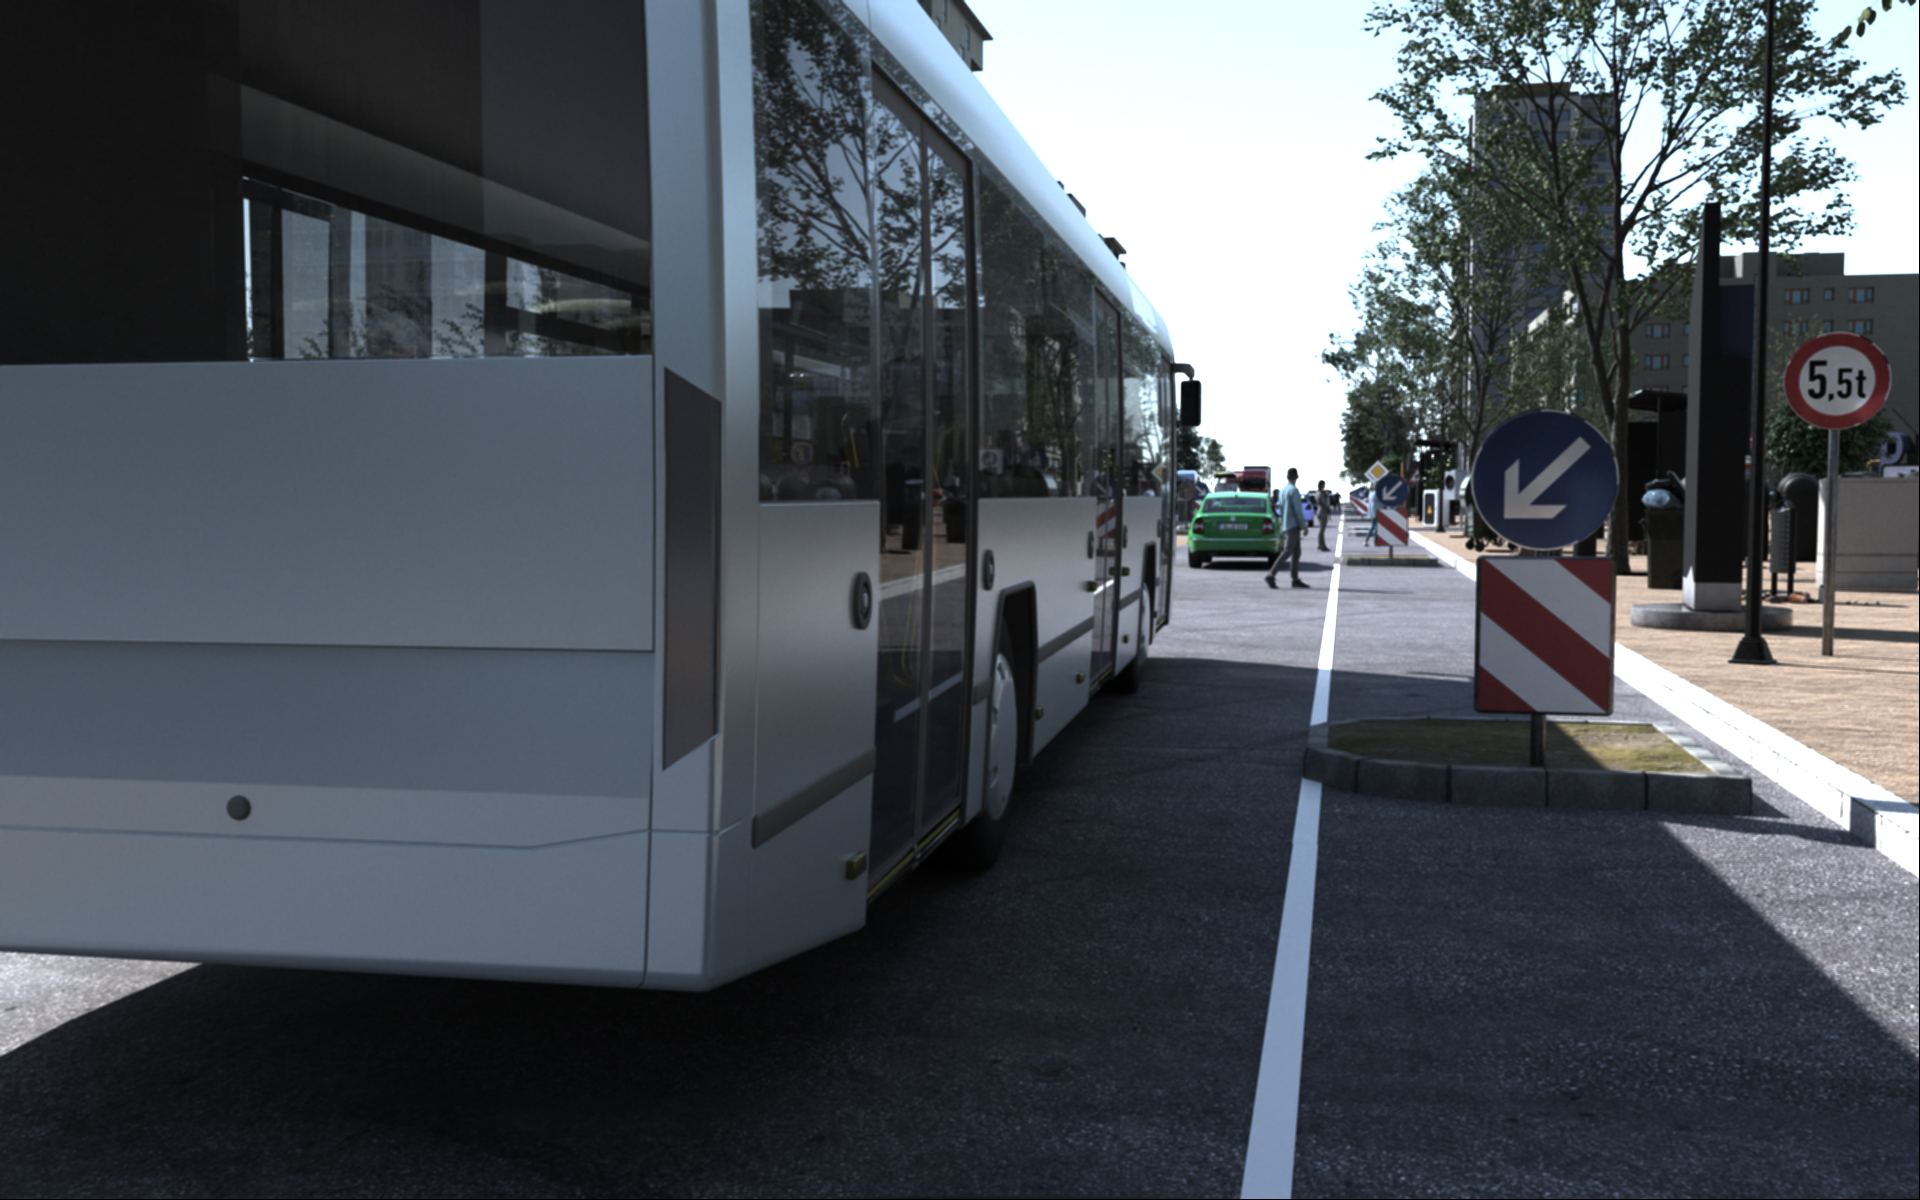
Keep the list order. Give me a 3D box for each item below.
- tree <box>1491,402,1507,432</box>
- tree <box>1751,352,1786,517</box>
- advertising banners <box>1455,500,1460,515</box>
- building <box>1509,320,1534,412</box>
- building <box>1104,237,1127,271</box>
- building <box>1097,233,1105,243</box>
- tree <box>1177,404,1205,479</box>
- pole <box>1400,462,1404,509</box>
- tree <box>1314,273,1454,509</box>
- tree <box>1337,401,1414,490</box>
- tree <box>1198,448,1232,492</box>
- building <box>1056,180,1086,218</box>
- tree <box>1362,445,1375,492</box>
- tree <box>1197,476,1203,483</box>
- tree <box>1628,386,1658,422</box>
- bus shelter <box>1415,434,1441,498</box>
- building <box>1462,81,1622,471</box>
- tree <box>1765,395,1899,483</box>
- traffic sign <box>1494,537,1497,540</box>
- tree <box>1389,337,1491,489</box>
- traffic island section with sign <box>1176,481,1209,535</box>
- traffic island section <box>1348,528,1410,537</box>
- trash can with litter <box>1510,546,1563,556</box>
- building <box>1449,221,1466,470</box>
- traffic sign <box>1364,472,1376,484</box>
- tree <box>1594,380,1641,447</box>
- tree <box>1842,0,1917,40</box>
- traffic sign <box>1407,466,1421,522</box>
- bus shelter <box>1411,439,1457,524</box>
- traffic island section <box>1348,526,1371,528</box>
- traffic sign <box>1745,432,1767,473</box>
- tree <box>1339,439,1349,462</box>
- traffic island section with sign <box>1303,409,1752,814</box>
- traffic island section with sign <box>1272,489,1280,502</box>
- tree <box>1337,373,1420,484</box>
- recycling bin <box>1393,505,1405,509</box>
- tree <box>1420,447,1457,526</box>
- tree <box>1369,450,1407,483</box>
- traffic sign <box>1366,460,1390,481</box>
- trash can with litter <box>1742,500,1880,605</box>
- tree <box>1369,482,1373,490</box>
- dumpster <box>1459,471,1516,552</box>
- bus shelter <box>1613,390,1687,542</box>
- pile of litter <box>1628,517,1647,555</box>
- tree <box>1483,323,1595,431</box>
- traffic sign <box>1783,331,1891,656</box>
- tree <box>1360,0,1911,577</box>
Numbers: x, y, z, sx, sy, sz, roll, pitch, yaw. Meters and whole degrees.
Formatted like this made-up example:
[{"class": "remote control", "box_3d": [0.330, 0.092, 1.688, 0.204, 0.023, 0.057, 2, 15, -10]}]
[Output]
[{"class": "tree", "box_3d": [35.216, -10.287, 118.553, 4.360, 8.622, 3.978, 0, 3, 0]}, {"class": "tree", "box_3d": [37.892, -8.168, 83.908, 4.360, 8.622, 3.978, 0, 3, 0]}, {"class": "advertising banners", "box_3d": [29.574, -6.640, 104.755, 0.090, 3.025, 2.074, -2, 4, -25]}, {"class": "building", "box_3d": [72.900, -20.514, 180.438, 27.650, 21.520, 28.899, 1, 4, 12]}, {"class": "building", "box_3d": [15.686, -38.710, 287.534, 22.147, 44.769, 28.867, 1, 4, 12]}, {"class": "building", "box_3d": [14.188, -35.592, 265.523, 14.154, 41.232, 14.086, 1, 4, 12]}, {"class": "tree", "box_3d": [29.407, -20.449, 240.994, 9.857, 13.997, 8.962, 0, 3, 0]}, {"class": "pole", "box_3d": [28.528, -7.206, 111.667, 0.158, 3.312, 0.155, 0, 3, 0]}, {"class": "tree", "box_3d": [35.711, -18.039, 150.833, 12.611, 20.169, 13.585, 0, 3, 0]}, {"class": "tree", "box_3d": [49.451, -17.618, 205.055, 9.611, 12.733, 9.660, 0, 3, 0]}, {"class": "tree", "box_3d": [43.724, -22.420, 300.979, 7.601, 10.594, 8.767, 0, 4, 2]}, {"class": "building", "box_3d": [10.401, -36.799, 251.777, 14.600, 45.320, 14.200, 1, 4, 12]}, {"class": "tree", "box_3d": [47.725, -15.058, 196.567, 4.360, 8.622, 3.978, 0, 3, 0]}, {"class": "tree", "box_3d": [36.202, -17.489, 269.663, 4.285, 4.588, 4.351, 0, 3, 0]}, {"class": "tree", "box_3d": [45.582, -10.145, 116.237, 4.360, 8.622, 3.978, 0, 3, 0]}, {"class": "bus shelter", "box_3d": [30.562, -8.286, 113.110, 2.179, 5.291, 8.768, 1, 4, 13]}, {"class": "building", "box_3d": [85.078, -43.571, 254.391, 21.231, 58.520, 28.212, 1, 4, 12]}, {"class": "tree", "box_3d": [22.444, -3.744, 44.935, 4.285, 4.588, 4.351, 0, 3, 0]}, {"class": "traffic sign", "box_3d": [14.036, -2.764, 45.291, 0.768, 2.556, 0.104, 1, 4, 17]}, {"class": "tree", "box_3d": [22.618, -8.068, 82.280, 4.360, 8.622, 3.978, 0, 3, 0]}, {"class": "traffic island section with sign", "box_3d": [7.910, -3.229, 60.929, 2.006, 1.907, 1.989, 1, 4, 12]}, {"class": "traffic island section", "box_3d": [14.315, -2.262, 59.265, 2.009, 0.180, 2.903, 1, 4, 12]}, {"class": "trash can with litter", "box_3d": [11.381, -1.379, 33.938, 1.055, 1.170, 0.624, -1, 4, -10]}, {"class": "building", "box_3d": [90.734, -40.097, 279.284, 21.300, 48.544, 21.600, 1, 4, 12]}, {"class": "traffic sign", "box_3d": [16.023, -3.963, 66.983, 0.795, 2.593, 0.064, 1, 4, 12]}, {"class": "tree", "box_3d": [41.145, -9.756, 109.879, 4.737, 8.622, 4.395, 0, 3, 0]}, {"class": "tree", "box_3d": [6.031, -3.516, 7.847, 4.737, 8.622, 4.395, 0, 3, 0]}, {"class": "traffic sign", "box_3d": [21.109, -4.892, 79.990, 0.884, 2.594, 0.081, 1, 4, 18]}, {"class": "bus shelter", "box_3d": [20.945, -5.218, 76.589, 1.731, 3.624, 6.357, 1, 4, 12]}, {"class": "traffic island section", "box_3d": [16.047, -2.739, 67.061, 2.009, 0.180, 2.903, 1, 4, 12]}, {"class": "traffic sign", "box_3d": [16.033, -2.156, 35.360, 0.768, 2.556, 0.104, 1, 4, 18]}, {"class": "tree", "box_3d": [68.013, -22.954, 285.667, 12.009, 13.543, 11.850, 0, 3, 0]}, {"class": "traffic island section with sign", "box_3d": [2.792, -0.016, 8.883, 1.989, 1.847, 2.006, 1, 4, 12]}, {"class": "traffic island section with sign", "box_3d": [25.822, -8.158, 141.515, 2.006, 1.907, 1.989, 1, 4, 12]}, {"class": "tree", "box_3d": [43.753, -16.709, 179.844, 9.857, 13.997, 8.962, 0, 3, 0]}, {"class": "recycling bin", "box_3d": [33.779, -7.374, 133.113, 0.722, 1.027, 0.722, 3, 5, 43]}, {"class": "tree", "box_3d": [19.754, -4.656, 70.721, 1.663, 3.219, 1.824, 0, 3, 0]}, {"class": "tree", "box_3d": [31.619, -8.729, 126.426, 4.285, 4.588, 4.351, 0, 3, 0]}, {"class": "traffic sign", "box_3d": [14.290, -3.486, 59.188, 0.795, 2.593, 0.064, 1, 4, 12]}, {"class": "trash can with litter", "box_3d": [9.965, -0.611, 21.050, 1.678, 1.210, 2.233, 0, 4, 5]}, {"class": "tree", "box_3d": [59.483, -15.582, 249.363, 1.663, 3.219, 1.824, 0, 3, 0]}, {"class": "dumpster", "box_3d": [12.095, -2.235, 39.038, 1.502, 2.255, 1.985, 1, 4, 13]}, {"class": "bus shelter", "box_3d": [16.849, -3.092, 41.840, 1.731, 3.624, 6.357, 1, 4, 13]}, {"class": "pile of litter", "box_3d": [14.556, -1.377, 36.479, 1.719, 0.858, 1.176, 3, 4, 37]}, {"class": "tree", "box_3d": [24.595, -7.657, 75.553, 4.737, 8.622, 4.395, 0, 3, 0]}, {"class": "traffic sign", "box_3d": [6.896, -0.831, 13.690, 0.768, 2.556, 0.104, 1, 4, 17]}, {"class": "tree", "box_3d": [10.257, -6.202, 27.163, 9.928, 11.665, 9.643, 0, 3, 0]}]
